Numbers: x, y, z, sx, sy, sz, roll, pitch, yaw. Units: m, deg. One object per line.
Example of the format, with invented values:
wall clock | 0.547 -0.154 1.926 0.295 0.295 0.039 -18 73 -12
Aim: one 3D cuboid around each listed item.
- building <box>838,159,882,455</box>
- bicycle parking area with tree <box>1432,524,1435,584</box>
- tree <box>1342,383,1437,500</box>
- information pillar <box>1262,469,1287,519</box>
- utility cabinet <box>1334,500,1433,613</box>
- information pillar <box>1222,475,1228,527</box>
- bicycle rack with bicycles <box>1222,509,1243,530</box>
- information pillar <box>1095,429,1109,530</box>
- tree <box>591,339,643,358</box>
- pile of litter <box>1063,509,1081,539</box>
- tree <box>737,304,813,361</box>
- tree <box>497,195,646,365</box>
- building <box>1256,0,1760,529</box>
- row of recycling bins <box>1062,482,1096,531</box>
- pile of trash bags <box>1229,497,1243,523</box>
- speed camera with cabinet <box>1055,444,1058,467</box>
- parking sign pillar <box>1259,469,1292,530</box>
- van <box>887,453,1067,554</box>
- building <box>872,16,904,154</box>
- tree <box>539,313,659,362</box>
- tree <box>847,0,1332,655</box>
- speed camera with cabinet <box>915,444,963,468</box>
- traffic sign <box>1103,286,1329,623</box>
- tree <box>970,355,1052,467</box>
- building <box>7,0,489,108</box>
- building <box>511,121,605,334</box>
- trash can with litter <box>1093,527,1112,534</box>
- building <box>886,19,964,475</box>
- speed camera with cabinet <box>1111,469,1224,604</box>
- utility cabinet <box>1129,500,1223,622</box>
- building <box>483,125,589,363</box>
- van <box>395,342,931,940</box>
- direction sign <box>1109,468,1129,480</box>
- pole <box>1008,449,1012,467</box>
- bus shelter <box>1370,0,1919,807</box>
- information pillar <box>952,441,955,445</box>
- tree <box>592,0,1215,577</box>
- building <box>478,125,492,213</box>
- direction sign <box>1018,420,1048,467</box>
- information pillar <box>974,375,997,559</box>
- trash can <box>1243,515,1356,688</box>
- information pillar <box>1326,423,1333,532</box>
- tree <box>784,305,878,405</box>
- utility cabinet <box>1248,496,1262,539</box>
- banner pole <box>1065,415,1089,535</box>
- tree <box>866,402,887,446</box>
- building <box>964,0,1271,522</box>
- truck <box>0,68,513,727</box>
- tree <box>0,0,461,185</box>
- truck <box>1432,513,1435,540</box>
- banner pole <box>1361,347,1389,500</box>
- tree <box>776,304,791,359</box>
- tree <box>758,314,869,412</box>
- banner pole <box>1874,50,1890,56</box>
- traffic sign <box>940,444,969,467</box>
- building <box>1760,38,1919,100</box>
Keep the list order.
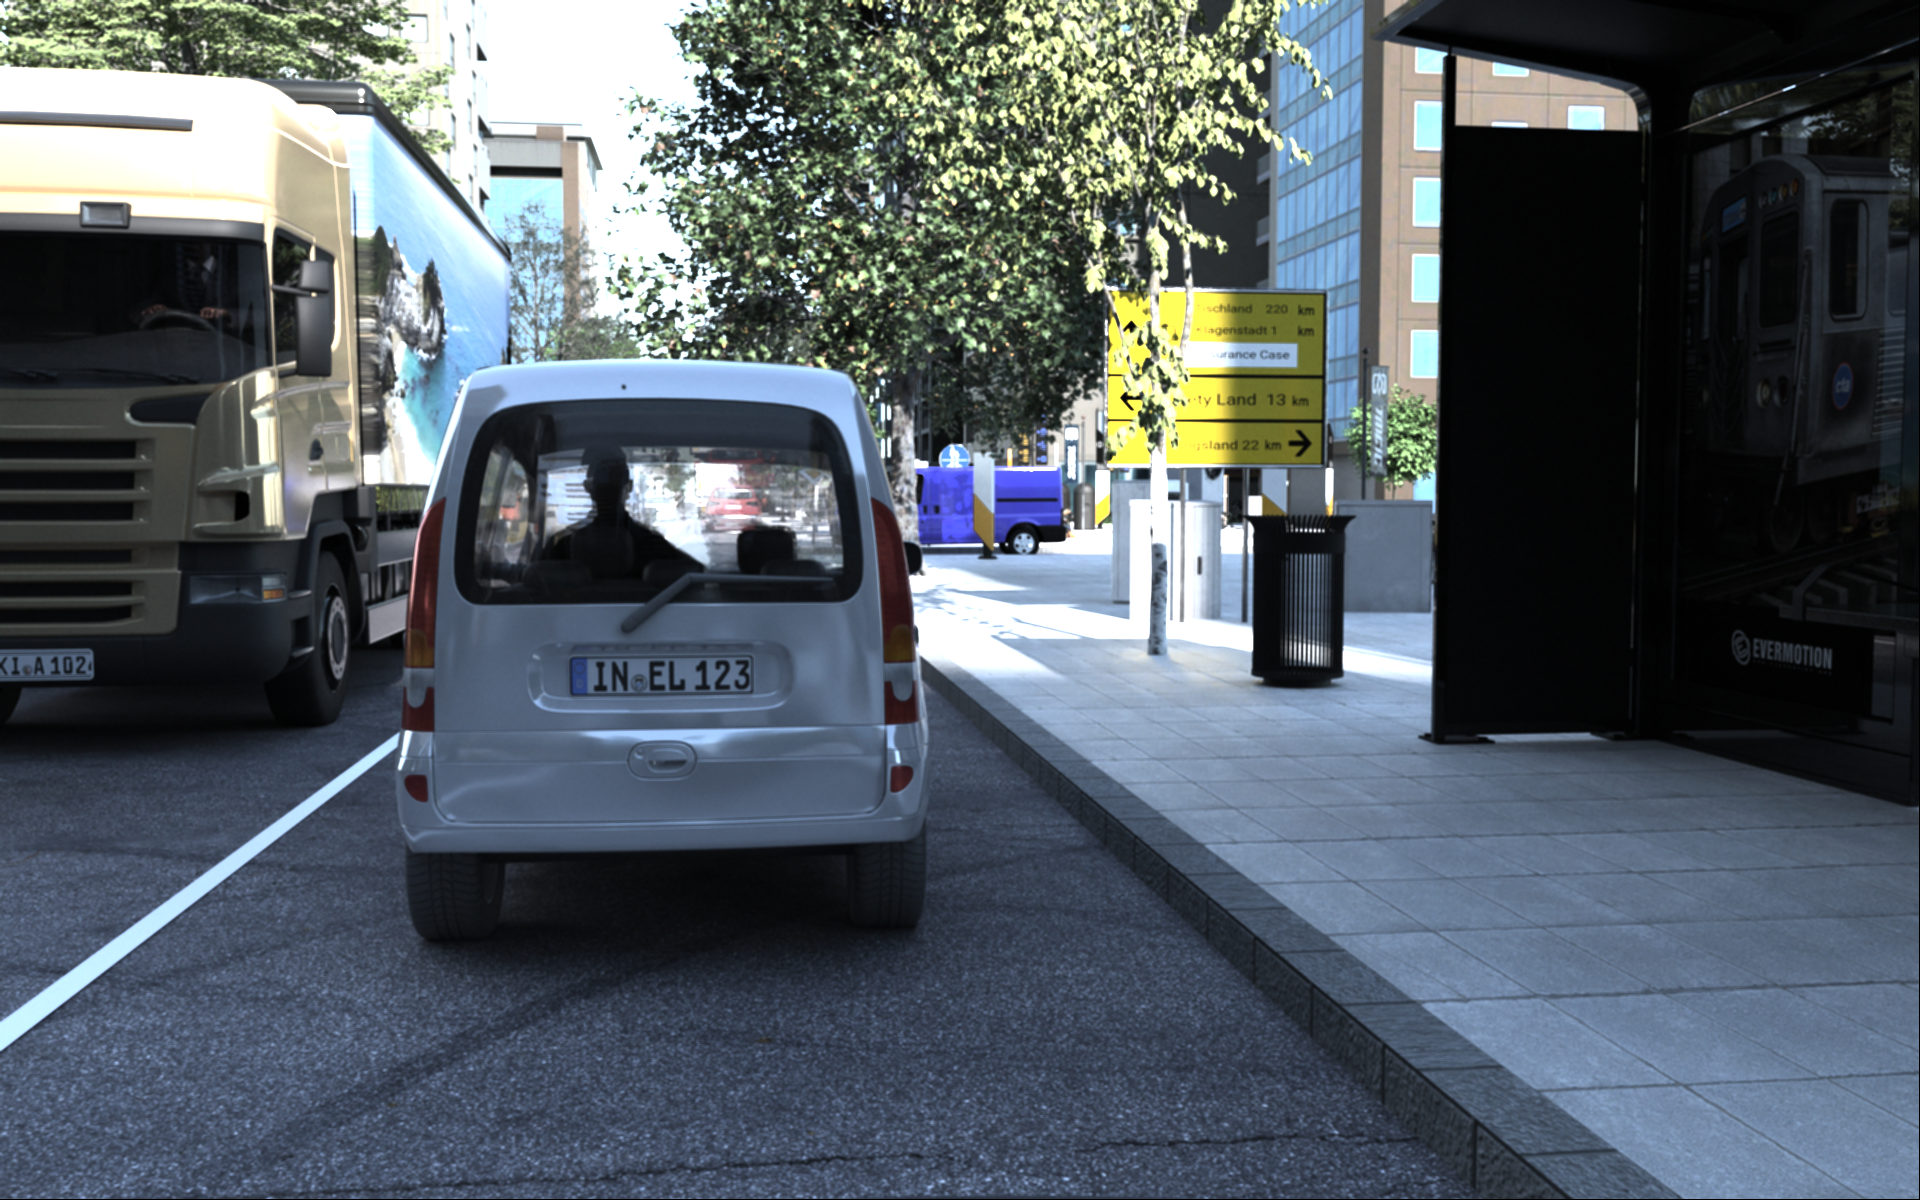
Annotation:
building | -8.824 -35.208 225.753 14.600 45.320 14.200 0 4 -8
bicycle parking area with tree | 10.132 -2.221 23.322 8.231 4.147 9.016 0 4 7
tree | 12.962 -4.134 51.310 4.285 4.588 4.351 0 3 0
information pillar | 6.114 -2.583 33.580 0.504 3.616 0.183 1 4 15
utility cabinet | 4.600 -0.471 18.868 1.020 1.237 0.306 0 4 7
information pillar | 10.348 -3.895 68.182 0.304 2.012 0.304 2 4 27
bicycle rack with bicycles | 8.921 -3.007 62.545 2.925 0.926 2.852 1 4 18
information pillar | 5.117 -4.337 62.270 0.504 3.616 0.183 2 4 25
tree | -25.550 -13.850 133.101 9.857 13.997 8.962 0 3 0
pile of litter | 2.852 -2.222 50.301 1.176 0.858 1.719 -1 4 -14
tree | -11.546 -12.388 109.198 9.857 13.997 8.962 0 3 0
tree | -17.439 -9.899 72.226 12.009 13.543 11.850 0 3 0
building | 20.065 -25.337 64.378 14.200 45.320 14.600 0 4 -8
row of recycling bins | 3.171 -3.333 61.601 3.534 1.692 1.069 2 4 26
pile of trash bags | 11.291 -4.150 77.606 3.447 1.369 1.912 1 4 22
speed camera with cabinet | 3.445 -4.595 69.470 0.660 3.252 2.038 -1 4 -17
parking sign pillar | 11.341 -4.514 62.271 1.447 3.967 1.447 -3 5 -42
van | -0.302 -2.111 38.891 5.245 2.365 2.240 0 4 -6
building | 2.938 -33.606 169.059 23.786 49.044 30.456 0 4 -8
tree | -20.582 -10.509 97.582 9.928 11.665 9.643 0 3 0
tree | 1.352 -3.866 13.564 4.737 8.622 4.395 0 3 0
speed camera with cabinet | -0.828 -3.154 45.912 0.660 3.252 2.038 -3 5 -40
traffic sign | 2.529 -1.425 17.170 2.265 3.308 0.079 0 4 -7
tree | 2.400 -7.047 65.578 4.360 8.622 3.978 0 3 0
building | -49.207 -32.790 125.359 28.713 52.752 27.495 0 4 -8
building | -66.046 -40.295 248.063 28.713 52.752 27.495 0 4 -8
trash can with litter | 5.541 -2.737 55.805 2.233 1.210 1.678 2 4 35
building | 4.895 -43.067 142.405 20.563 71.187 20.611 0 4 -8
speed camera with cabinet | 2.537 -1.624 20.892 0.660 3.252 2.038 2 4 32
utility cabinet | 2.213 -0.398 17.675 1.020 1.237 0.306 -2 4 -35
building | -53.386 -34.498 214.157 14.600 45.320 14.200 0 4 -8
van | -1.098 0.001 7.003 2.013 2.044 4.112 0 4 -7
direction sign | 5.703 -4.335 62.882 0.876 3.537 0.379 1 4 9
pole | 2.264 -5.181 78.559 0.158 3.312 0.155 0 3 0
bus shelter | 3.340 -0.896 5.925 1.731 3.624 6.357 0 4 -8
information pillar | -0.141 -5.162 75.758 0.504 3.616 0.183 0 4 -4
tree | -0.859 -6.716 26.817 9.611 12.733 9.660 0 3 0
building | -54.774 -28.078 150.952 32.217 40.220 23.993 0 4 -8
direction sign | 1.974 -3.368 47.056 0.876 3.537 0.379 2 4 28
information pillar | 0.483 -2.620 34.187 0.504 3.616 0.183 3 5 41
trash can | 2.274 0.000 11.649 0.748 1.137 0.748 0 3 0
information pillar | 12.161 -4.015 57.007 0.183 3.616 0.504 2 4 26
tree | -4.724 -6.540 57.288 4.360 8.622 3.978 0 3 0
utility cabinet | 8.637 -2.328 49.232 0.306 1.237 1.020 -2 4 -34
banner pole | 3.690 -3.970 54.934 0.863 3.779 0.401 -1 4 -16
tree | -3.754 -4.129 51.222 4.285 4.588 4.351 0 3 0
building | 12.174 -28.463 89.070 21.300 48.544 21.600 0 4 -8
truck | -5.509 -1.530 13.934 2.839 4.237 11.283 0 4 -8
tree | -10.933 -6.514 24.628 7.486 12.596 7.792 0 3 0
truck | 18.967 -3.178 41.718 18.799 4.110 2.967 0 4 -8
banner pole | 7.073 -2.426 29.684 0.863 3.779 0.401 -3 4 -38
tree | -17.948 -18.719 161.944 12.611 20.169 13.585 0 3 0
tree | -7.959 -9.235 85.407 7.601 10.594 8.767 -1 4 -18
banner pole | 4.786 -1.161 8.997 0.401 3.779 0.863 3 4 39
traffic sign | -0.141 -2.713 44.464 0.768 2.556 0.104 0 3 0
building | 42.126 -25.496 66.964 14.200 45.320 14.600 0 4 -8
